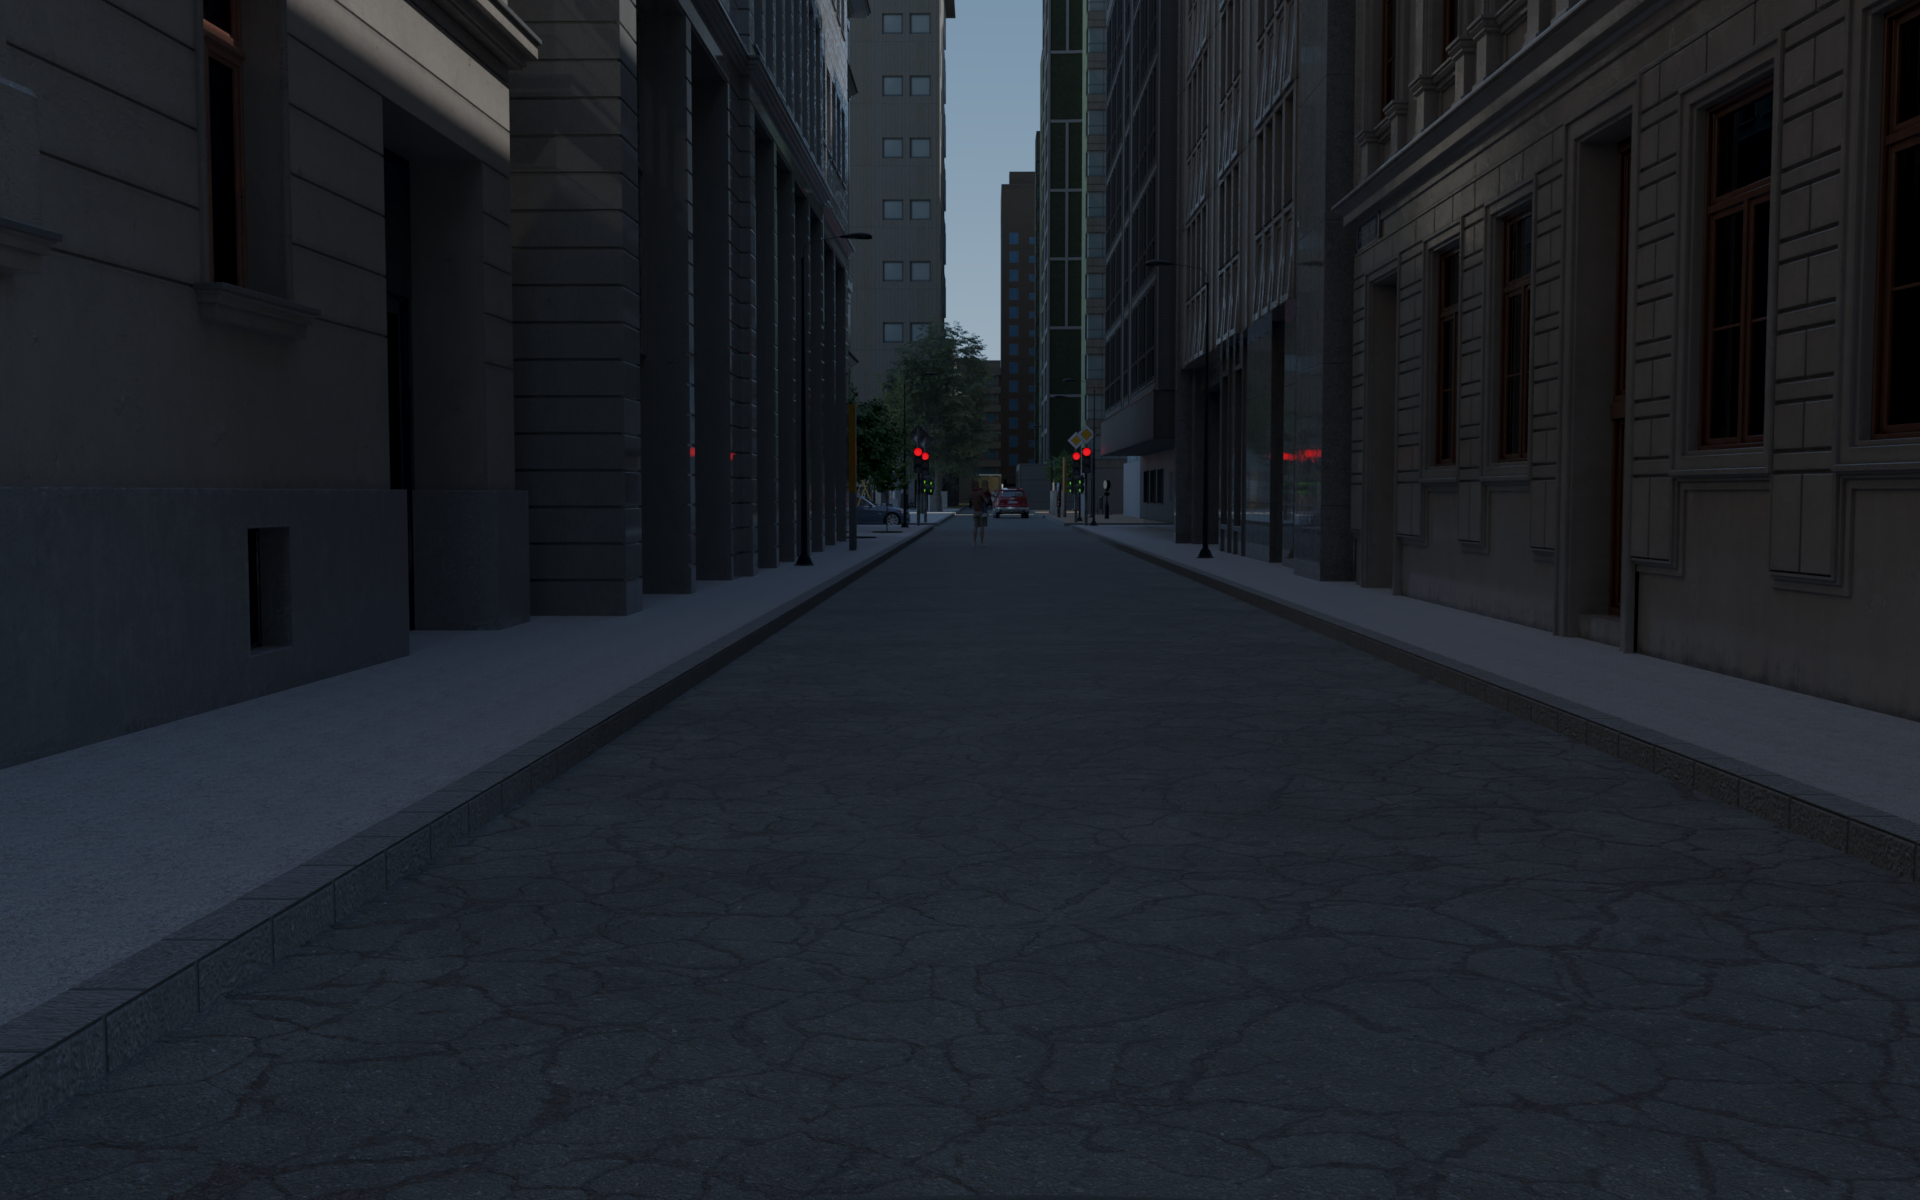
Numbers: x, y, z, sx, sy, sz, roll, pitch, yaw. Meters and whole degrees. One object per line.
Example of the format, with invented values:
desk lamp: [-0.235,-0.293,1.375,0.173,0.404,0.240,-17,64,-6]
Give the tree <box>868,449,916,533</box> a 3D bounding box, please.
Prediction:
tree: [-2.514,-3.839,57.376,1.663,3.219,1.824,0,3,0]

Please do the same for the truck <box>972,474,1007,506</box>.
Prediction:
truck: [2.759,-10.553,168.469,3.469,3.379,9.791,0,4,2]

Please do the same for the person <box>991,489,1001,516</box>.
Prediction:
person: [2.375,-6.311,112.437,0.760,1.731,0.466,-3,5,-41]

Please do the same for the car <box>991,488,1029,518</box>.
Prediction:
car: [3.038,-5.824,103.891,2.281,1.827,5.304,0,4,-1]

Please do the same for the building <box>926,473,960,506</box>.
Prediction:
building: [-10.389,-46.003,190.403,20.563,71.187,20.611,0,4,1]

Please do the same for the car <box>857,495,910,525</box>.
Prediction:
car: [-4.382,-3.836,74.724,4.499,1.417,2.014,0,3,0]

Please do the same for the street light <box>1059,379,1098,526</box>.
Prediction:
street light: [4.859,-5.949,69.800,1.470,5.913,1.316,0,4,1]

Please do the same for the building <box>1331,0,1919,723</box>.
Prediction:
building: [10.417,-10.881,14.060,11.583,22.565,21.152,0,4,1]

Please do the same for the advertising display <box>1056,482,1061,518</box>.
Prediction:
advertising display: [5.420,-5.487,94.924,0.123,1.923,0.974,0,4,-5]

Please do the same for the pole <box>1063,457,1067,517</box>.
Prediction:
pole: [5.800,-6.250,96.025,0.158,3.312,0.155,0,3,0]

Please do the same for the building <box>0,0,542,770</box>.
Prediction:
building: [-10.701,-13.341,5.518,14.401,28.519,23.554,0,4,1]

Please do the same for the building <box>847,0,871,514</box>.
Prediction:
building: [-18.746,-14.032,62.704,30.059,22.955,16.112,0,4,1]

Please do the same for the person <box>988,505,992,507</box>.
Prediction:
person: [3.181,-10.863,185.978,0.709,1.838,0.599,0,4,-4]

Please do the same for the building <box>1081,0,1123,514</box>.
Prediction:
building: [15.013,-26.367,114.701,14.154,41.232,14.086,0,4,1]

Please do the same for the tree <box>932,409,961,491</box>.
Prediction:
tree: [-1.415,-11.300,135.116,4.360,8.622,3.978,0,3,0]

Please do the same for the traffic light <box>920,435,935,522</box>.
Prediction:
traffic light: [-1.546,-5.462,78.217,0.839,4.253,0.868,0,4,1]

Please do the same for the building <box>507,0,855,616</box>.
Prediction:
building: [-8.658,-15.571,32.082,11.434,29.767,29.804,0,4,1]

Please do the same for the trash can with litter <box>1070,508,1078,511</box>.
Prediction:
trash can with litter: [9.379,-7.400,132.041,2.233,1.210,1.678,2,4,27]

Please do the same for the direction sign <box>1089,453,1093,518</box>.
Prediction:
direction sign: [7.213,-6.289,94.820,0.379,3.537,0.876,0,4,-3]

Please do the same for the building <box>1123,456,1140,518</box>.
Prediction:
building: [21.912,-30.570,89.059,27.495,52.752,28.713,0,4,1]

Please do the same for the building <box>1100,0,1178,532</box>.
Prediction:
building: [12.549,-16.126,57.168,14.314,27.812,24.014,0,4,1]

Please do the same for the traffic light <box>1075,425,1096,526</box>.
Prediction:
traffic light: [5.091,-4.968,70.145,0.839,4.253,0.868,0,4,1]

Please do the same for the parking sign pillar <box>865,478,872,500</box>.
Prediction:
parking sign pillar: [-7.321,-9.183,138.612,1.447,3.967,1.447,0,4,2]

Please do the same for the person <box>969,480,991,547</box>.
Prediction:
person: [0.572,-2.381,47.407,0.580,1.828,0.573,-1,4,-11]

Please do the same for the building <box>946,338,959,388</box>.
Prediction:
building: [-15.118,-22.688,215.993,28.899,21.520,27.650,0,4,1]

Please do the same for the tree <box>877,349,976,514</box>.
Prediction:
tree: [-2.699,-10.885,112.377,8.767,10.594,7.601,3,4,37]

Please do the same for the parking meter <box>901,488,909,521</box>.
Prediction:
parking meter: [-2.688,-4.792,84.067,0.255,1.863,0.399,-2,4,-30]

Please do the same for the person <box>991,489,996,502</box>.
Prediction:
person: [3.063,-8.861,153.259,0.514,1.842,0.818,-1,4,-16]

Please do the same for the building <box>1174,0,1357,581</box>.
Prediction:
building: [11.443,-13.239,34.483,12.078,24.808,19.932,0,4,1]

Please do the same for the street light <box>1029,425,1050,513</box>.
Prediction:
street light: [5.631,-8.849,117.219,1.470,5.913,1.316,0,4,1]

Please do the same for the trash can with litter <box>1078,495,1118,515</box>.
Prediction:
trash can with litter: [8.845,-5.886,107.289,1.678,1.210,2.233,-2,4,-35]

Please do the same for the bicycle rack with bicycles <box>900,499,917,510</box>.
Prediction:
bicycle rack with bicycles: [-4.174,-7.583,137.365,2.925,0.926,2.852,1,4,9]

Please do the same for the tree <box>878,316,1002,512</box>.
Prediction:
tree: [-1.548,-13.385,125.500,9.857,13.997,8.962,0,3,0]

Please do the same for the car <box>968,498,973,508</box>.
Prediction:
car: [1.841,-10.182,178.275,2.131,1.459,4.920,0,3,0]

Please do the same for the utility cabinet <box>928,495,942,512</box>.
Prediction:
utility cabinet: [-1.806,-7.070,126.748,1.020,1.237,0.306,-2,4,-28]

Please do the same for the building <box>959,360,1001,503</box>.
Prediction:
building: [-8.634,-24.827,250.956,28.899,21.520,27.650,0,4,1]

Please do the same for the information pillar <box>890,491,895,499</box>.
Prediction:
information pillar: [-4.134,-7.054,106.692,0.183,3.616,0.504,-2,4,-35]

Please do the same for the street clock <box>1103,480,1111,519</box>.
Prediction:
street clock: [7.565,-5.175,89.181,0.358,2.002,0.471,-1,4,-19]

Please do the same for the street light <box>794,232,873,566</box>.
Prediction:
street light: [-2.254,-3.569,30.889,1.470,5.913,1.316,0,4,1]

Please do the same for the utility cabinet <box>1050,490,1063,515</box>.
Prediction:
utility cabinet: [6.038,-5.998,106.753,0.318,1.500,1.173,3,5,45]

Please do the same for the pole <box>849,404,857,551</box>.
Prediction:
pole: [-2.432,-2.780,39.295,0.158,3.312,0.155,0,3,0]

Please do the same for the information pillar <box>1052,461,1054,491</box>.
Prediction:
information pillar: [6.656,-8.095,123.708,0.183,3.616,0.504,1,4,9]

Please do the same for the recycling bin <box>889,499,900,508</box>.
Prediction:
recycling bin: [-3.546,-4.782,90.747,0.722,1.027,0.722,0,4,6]

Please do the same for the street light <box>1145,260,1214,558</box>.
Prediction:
street light: [4.372,-3.791,34.517,1.470,5.913,1.316,0,4,1]

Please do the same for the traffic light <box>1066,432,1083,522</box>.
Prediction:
traffic light: [5.215,-5.456,78.129,0.839,4.253,0.868,0,4,1]

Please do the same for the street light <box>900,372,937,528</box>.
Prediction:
street light: [-1.572,-5.726,66.169,1.470,5.913,1.316,0,4,1]

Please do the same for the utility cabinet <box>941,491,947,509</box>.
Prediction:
utility cabinet: [-1.655,-8.368,145.501,1.173,1.500,0.318,0,4,4]

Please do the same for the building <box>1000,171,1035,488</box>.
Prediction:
building: [12.808,-36.270,243.122,14.200,45.320,14.600,0,4,1]

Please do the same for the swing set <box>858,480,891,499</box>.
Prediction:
swing set: [-7.689,-9.398,151.271,2.862,2.851,3.119,1,4,18]

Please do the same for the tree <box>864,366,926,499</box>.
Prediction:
tree: [-3.982,-9.172,100.332,4.737,8.622,4.395,0,3,0]

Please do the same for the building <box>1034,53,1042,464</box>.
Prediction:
building: [14.463,-29.335,163.217,14.154,41.232,14.086,0,4,1]

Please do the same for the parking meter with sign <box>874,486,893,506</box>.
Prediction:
parking meter with sign: [-3.602,-5.111,79.831,0.543,3.016,1.738,-2,4,-27]

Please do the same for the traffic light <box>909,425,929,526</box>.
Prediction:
traffic light: [-1.669,-4.973,70.233,0.839,4.253,0.868,0,4,1]

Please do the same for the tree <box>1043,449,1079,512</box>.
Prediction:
tree: [7.739,-8.763,126.991,4.285,4.588,4.351,0,3,0]

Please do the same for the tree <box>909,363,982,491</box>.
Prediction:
tree: [-1.213,-14.070,148.172,7.486,12.596,7.792,0,3,0]

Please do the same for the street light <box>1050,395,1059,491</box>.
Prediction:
street light: [5.096,-6.659,81.423,1.470,5.913,1.316,0,4,1]

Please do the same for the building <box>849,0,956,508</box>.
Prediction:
building: [-14.975,-35.309,166.533,28.713,52.752,27.495,0,4,1]

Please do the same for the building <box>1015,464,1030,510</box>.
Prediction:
building: [15.032,-43.012,141.497,20.563,71.187,20.611,0,4,1]

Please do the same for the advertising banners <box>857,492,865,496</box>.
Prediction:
advertising banners: [-8.503,-9.152,145.815,2.074,3.025,0.090,3,5,40]

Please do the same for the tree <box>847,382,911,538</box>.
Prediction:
tree: [-3.106,-4.083,50.476,4.285,4.588,4.351,0,3,0]
